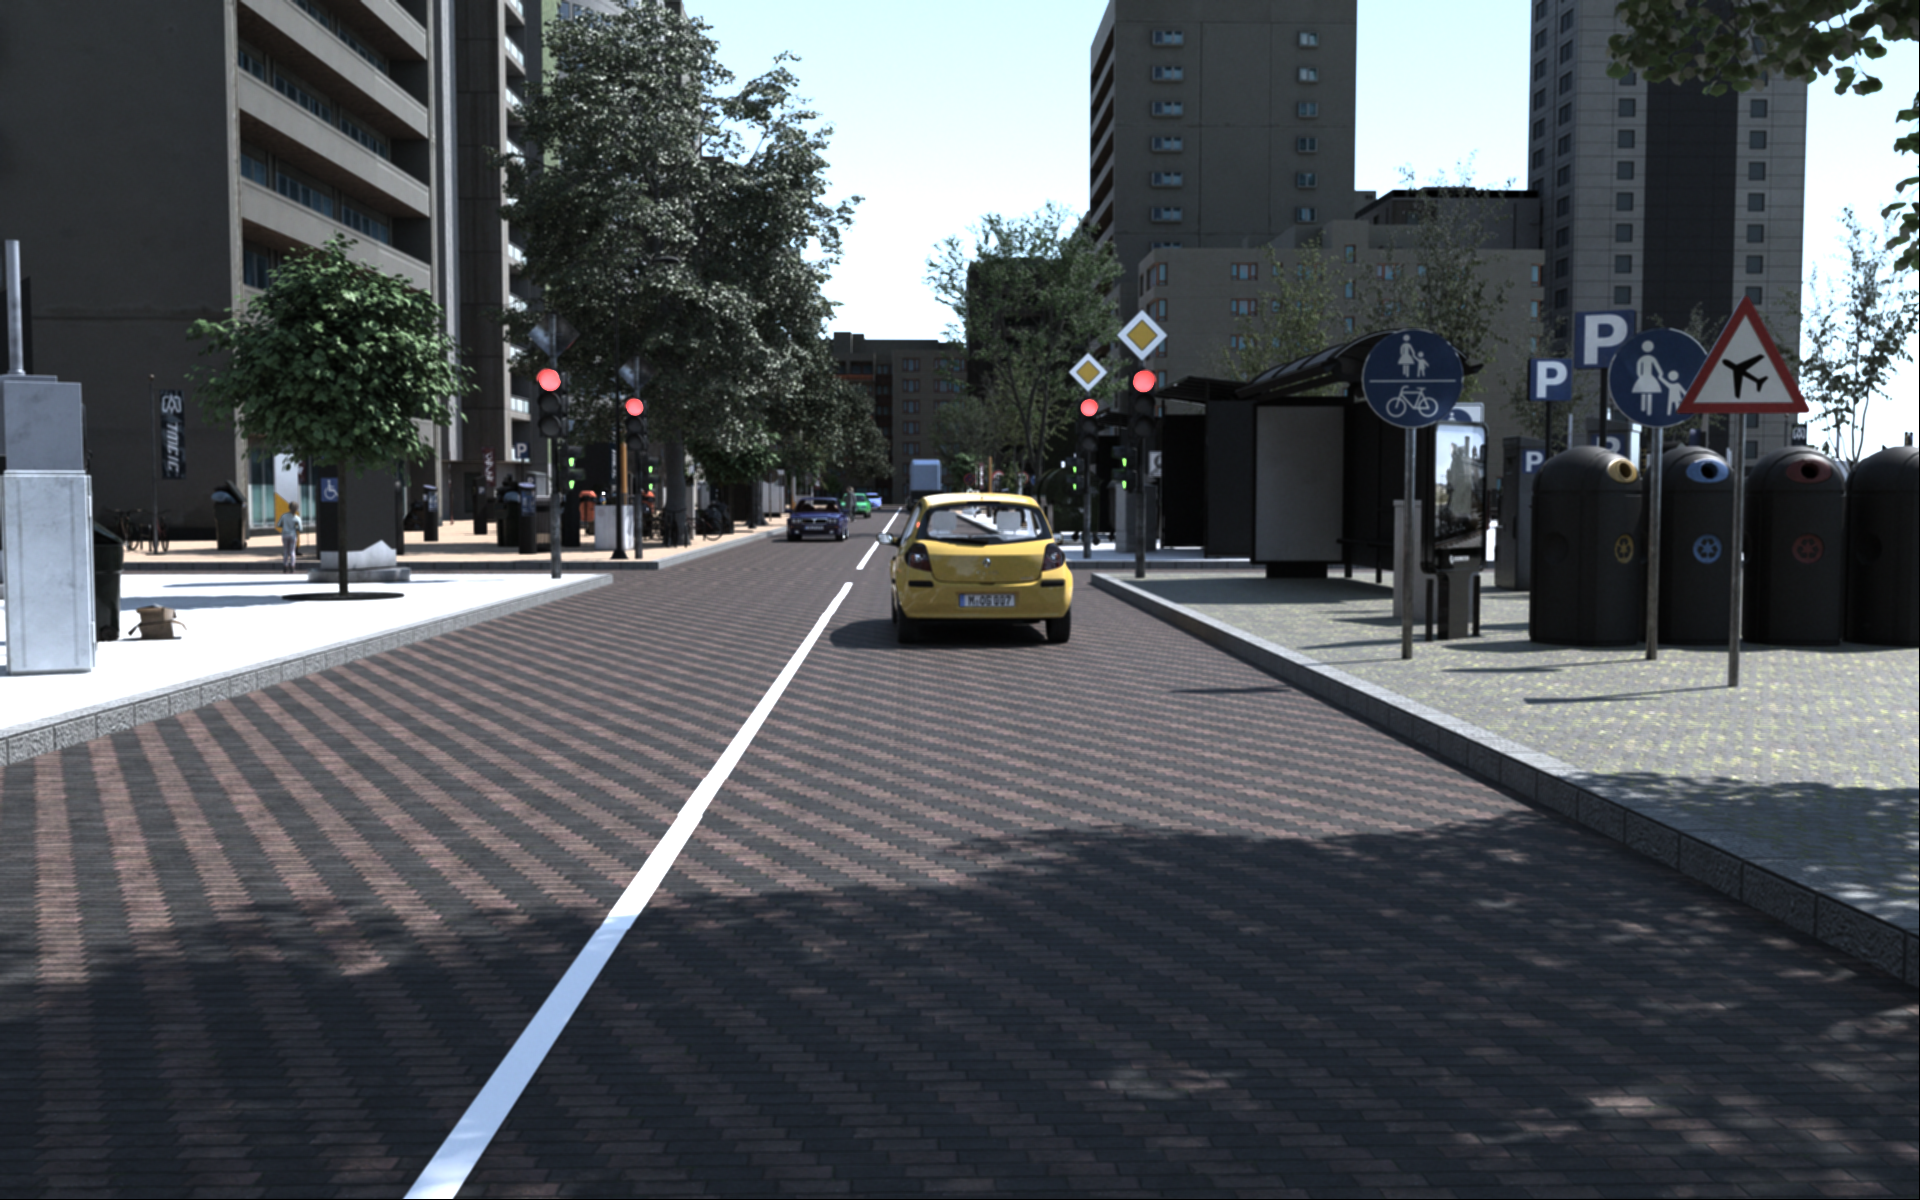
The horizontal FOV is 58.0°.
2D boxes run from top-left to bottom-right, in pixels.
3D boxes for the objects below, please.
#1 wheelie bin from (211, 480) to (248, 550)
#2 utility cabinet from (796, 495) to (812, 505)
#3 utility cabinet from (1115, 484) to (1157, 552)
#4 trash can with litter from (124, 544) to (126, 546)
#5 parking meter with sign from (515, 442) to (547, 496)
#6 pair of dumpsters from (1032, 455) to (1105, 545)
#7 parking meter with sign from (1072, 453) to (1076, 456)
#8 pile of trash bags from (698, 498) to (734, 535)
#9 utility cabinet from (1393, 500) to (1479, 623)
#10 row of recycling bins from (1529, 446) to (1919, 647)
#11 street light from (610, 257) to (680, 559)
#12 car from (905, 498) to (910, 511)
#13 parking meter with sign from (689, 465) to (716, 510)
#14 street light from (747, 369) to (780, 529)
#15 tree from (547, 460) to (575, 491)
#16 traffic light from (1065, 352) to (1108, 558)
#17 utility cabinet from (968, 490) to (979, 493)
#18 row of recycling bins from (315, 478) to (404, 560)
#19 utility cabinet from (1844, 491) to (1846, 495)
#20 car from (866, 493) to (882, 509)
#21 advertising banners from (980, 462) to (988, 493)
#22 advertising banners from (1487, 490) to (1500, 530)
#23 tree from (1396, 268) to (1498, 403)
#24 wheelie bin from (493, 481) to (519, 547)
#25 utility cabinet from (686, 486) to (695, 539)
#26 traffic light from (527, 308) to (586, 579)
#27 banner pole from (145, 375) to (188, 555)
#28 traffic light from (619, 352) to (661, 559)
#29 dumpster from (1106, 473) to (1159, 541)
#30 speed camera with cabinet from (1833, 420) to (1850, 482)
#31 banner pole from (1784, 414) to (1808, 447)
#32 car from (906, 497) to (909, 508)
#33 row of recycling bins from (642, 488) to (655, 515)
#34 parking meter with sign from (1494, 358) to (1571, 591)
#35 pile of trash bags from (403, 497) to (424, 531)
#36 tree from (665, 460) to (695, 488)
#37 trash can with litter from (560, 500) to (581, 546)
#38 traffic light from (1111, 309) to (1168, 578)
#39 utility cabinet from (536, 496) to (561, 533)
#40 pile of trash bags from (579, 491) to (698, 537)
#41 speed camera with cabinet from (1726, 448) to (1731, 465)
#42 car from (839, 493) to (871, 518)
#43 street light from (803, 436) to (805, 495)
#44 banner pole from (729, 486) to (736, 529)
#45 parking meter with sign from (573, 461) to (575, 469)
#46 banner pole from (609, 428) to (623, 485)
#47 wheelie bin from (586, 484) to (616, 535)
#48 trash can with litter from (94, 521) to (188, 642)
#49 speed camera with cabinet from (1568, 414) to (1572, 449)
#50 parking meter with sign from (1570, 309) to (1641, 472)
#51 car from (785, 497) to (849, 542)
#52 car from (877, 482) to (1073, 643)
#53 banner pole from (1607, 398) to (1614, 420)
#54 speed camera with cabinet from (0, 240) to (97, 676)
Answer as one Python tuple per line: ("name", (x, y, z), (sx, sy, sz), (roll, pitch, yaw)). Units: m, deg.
("wheelie bin", (-16.740, -1.944, 39.692), (0.693, 1.594, 0.980), (-1, 4, -13))
("utility cabinet", (-8.222, -4.823, 90.018), (1.020, 1.237, 0.306), (0, 4, -6))
("utility cabinet", (3.894, -1.806, 38.204), (0.318, 1.500, 1.173), (3, 5, 40))
("trash can with litter", (-21.646, -1.942, 42.806), (2.233, 1.210, 1.678), (2, 4, 23))
("parking meter with sign", (-14.462, -3.851, 59.224), (0.543, 3.016, 1.738), (1, 4, 20))
("pair of dumpsters", (2.821, -2.616, 45.263), (1.574, 2.255, 4.437), (0, 4, -2))
("parking meter with sign", (5.656, -4.725, 73.520), (1.738, 3.016, 0.543), (1, 4, 10))
("pile of trash bags", (-8.891, -2.792, 55.394), (3.447, 1.369, 1.912), (2, 4, 24))
("utility cabinet", (4.861, -0.399, 17.685), (0.306, 1.237, 1.020), (-2, 4, -24))
("row of recycling bins", (6.717, -0.478, 14.934), (3.534, 1.692, 1.069), (0, 4, 1))
("street light", (-6.192, -3.763, 34.061), (1.470, 5.913, 1.316), (0, 4, -2))
("car", (-3.705, -8.502, 150.802), (2.131, 1.459, 4.920), (0, 4, -2))
("parking meter with sign", (-15.724, -6.727, 106.253), (1.738, 3.016, 0.543), (-3, 5, -45))
("street light", (-7.164, -5.600, 64.097), (1.470, 5.913, 1.316), (0, 4, -2))
("tree", (-18.369, -5.203, 79.669), (1.663, 3.219, 1.824), (0, 3, 0))
("traffic light", (2.516, -2.784, 34.434), (0.839, 4.253, 0.868), (0, 4, -2))
("utility cabinet", (0.804, -5.830, 104.000), (0.318, 1.500, 1.173), (1, 4, 21))
("row of recycling bins", (-12.173, -1.711, 35.090), (1.069, 1.692, 3.534), (0, 4, -1))
("utility cabinet", (19.017, -1.741, 37.138), (1.173, 1.500, 0.318), (3, 4, 37))
("car", (-8.388, -9.482, 164.615), (1.945, 1.707, 3.694), (0, 3, 0))
("advertising banners", (1.636, -6.078, 95.566), (0.090, 3.025, 2.074), (3, 4, 37))
("advertising banners", (18.846, -4.044, 62.300), (2.074, 3.025, 0.090), (2, 4, 25))
("tree", (15.171, -6.444, 55.715), (4.737, 8.622, 4.395), (0, 3, 0))
("wheelie bin", (-10.924, -2.096, 42.170), (0.980, 1.594, 0.693), (3, 5, 42))
("utility cabinet", (-7.741, -2.490, 49.384), (0.318, 1.500, 1.173), (0, 4, -6))
("traffic light", (-6.112, -2.279, 26.184), (0.839, 4.253, 0.868), (0, 4, -2))
("banner pole", (-16.742, -2.842, 36.491), (0.863, 3.779, 0.401), (-2, 4, -31))
("traffic light", (-6.341, -2.767, 34.165), (0.839, 4.253, 0.868), (0, 4, -2))
("dumpster", (4.675, -2.508, 46.758), (1.264, 1.857, 1.865), (0, 4, -2))
("speed camera with cabinet", (23.857, -3.177, 46.278), (2.038, 3.252, 0.660), (-1, 4, -16))
("banner pole", (26.044, -3.923, 54.163), (0.863, 3.779, 0.401), (1, 4, 10))
("car", (-4.683, -10.295, 180.677), (2.083, 1.381, 4.827), (0, 4, -3))
("row of recycling bins", (-19.317, -6.041, 105.891), (1.069, 1.692, 3.534), (0, 4, 6))
("parking meter with sign", (7.580, -1.645, 23.150), (0.543, 3.016, 1.738), (0, 3, 0))
("pile of trash bags", (-19.315, -3.049, 59.596), (1.912, 1.369, 3.447), (0, 4, 0))
("tree", (-13.860, -5.554, 85.412), (1.663, 3.219, 1.824), (0, 3, 0))
("trash can with litter", (-9.789, -1.934, 43.000), (0.624, 1.170, 1.055), (-2, 4, -27))
("traffic light", (2.745, -2.296, 26.453), (0.839, 4.253, 0.868), (0, 4, -2))
("utility cabinet", (-13.563, -2.782, 56.642), (1.020, 1.237, 0.306), (-1, 4, -18))
("pile of trash bags", (-9.853, -2.603, 52.308), (3.447, 1.369, 1.912), (0, 4, 0))
("speed camera with cabinet", (35.548, -5.233, 79.895), (0.660, 3.252, 2.038), (3, 5, 44))
("car", (-6.306, -5.809, 103.766), (1.959, 1.807, 4.718), (0, 3, 0))
("street light", (-7.913, -7.407, 93.647), (1.470, 5.913, 1.316), (0, 4, -2))
("banner pole", (-8.558, -4.554, 64.471), (0.401, 3.779, 0.863), (0, 4, -8))
("parking meter with sign", (-20.372, -5.715, 89.696), (0.543, 3.016, 1.738), (0, 4, 4))
("banner pole", (-11.468, -4.166, 58.128), (0.401, 3.779, 0.863), (3, 4, 37))
("wheelie bin", (-11.238, -2.816, 53.951), (0.980, 1.594, 0.693), (3, 5, 42))
("trash can with litter", (-7.407, -0.238, 15.283), (1.055, 1.170, 0.624), (-1, 4, -23))
("speed camera with cabinet", (14.967, -2.921, 42.099), (0.660, 3.252, 2.038), (1, 4, 22))
("parking meter with sign", (6.534, -1.285, 17.268), (0.543, 3.016, 1.738), (2, 4, 29))
("car", (-4.380, -2.503, 53.503), (1.945, 1.354, 3.894), (0, 4, -1))
("car", (0.141, -0.484, 18.141), (2.015, 1.641, 3.980), (0, 4, -3))
("banner pole", (16.685, -3.334, 44.529), (0.401, 3.779, 0.863), (2, 4, 31))
("speed camera with cabinet", (-6.907, -1.147, 13.084), (0.660, 3.252, 2.038), (-2, 4, -28))
